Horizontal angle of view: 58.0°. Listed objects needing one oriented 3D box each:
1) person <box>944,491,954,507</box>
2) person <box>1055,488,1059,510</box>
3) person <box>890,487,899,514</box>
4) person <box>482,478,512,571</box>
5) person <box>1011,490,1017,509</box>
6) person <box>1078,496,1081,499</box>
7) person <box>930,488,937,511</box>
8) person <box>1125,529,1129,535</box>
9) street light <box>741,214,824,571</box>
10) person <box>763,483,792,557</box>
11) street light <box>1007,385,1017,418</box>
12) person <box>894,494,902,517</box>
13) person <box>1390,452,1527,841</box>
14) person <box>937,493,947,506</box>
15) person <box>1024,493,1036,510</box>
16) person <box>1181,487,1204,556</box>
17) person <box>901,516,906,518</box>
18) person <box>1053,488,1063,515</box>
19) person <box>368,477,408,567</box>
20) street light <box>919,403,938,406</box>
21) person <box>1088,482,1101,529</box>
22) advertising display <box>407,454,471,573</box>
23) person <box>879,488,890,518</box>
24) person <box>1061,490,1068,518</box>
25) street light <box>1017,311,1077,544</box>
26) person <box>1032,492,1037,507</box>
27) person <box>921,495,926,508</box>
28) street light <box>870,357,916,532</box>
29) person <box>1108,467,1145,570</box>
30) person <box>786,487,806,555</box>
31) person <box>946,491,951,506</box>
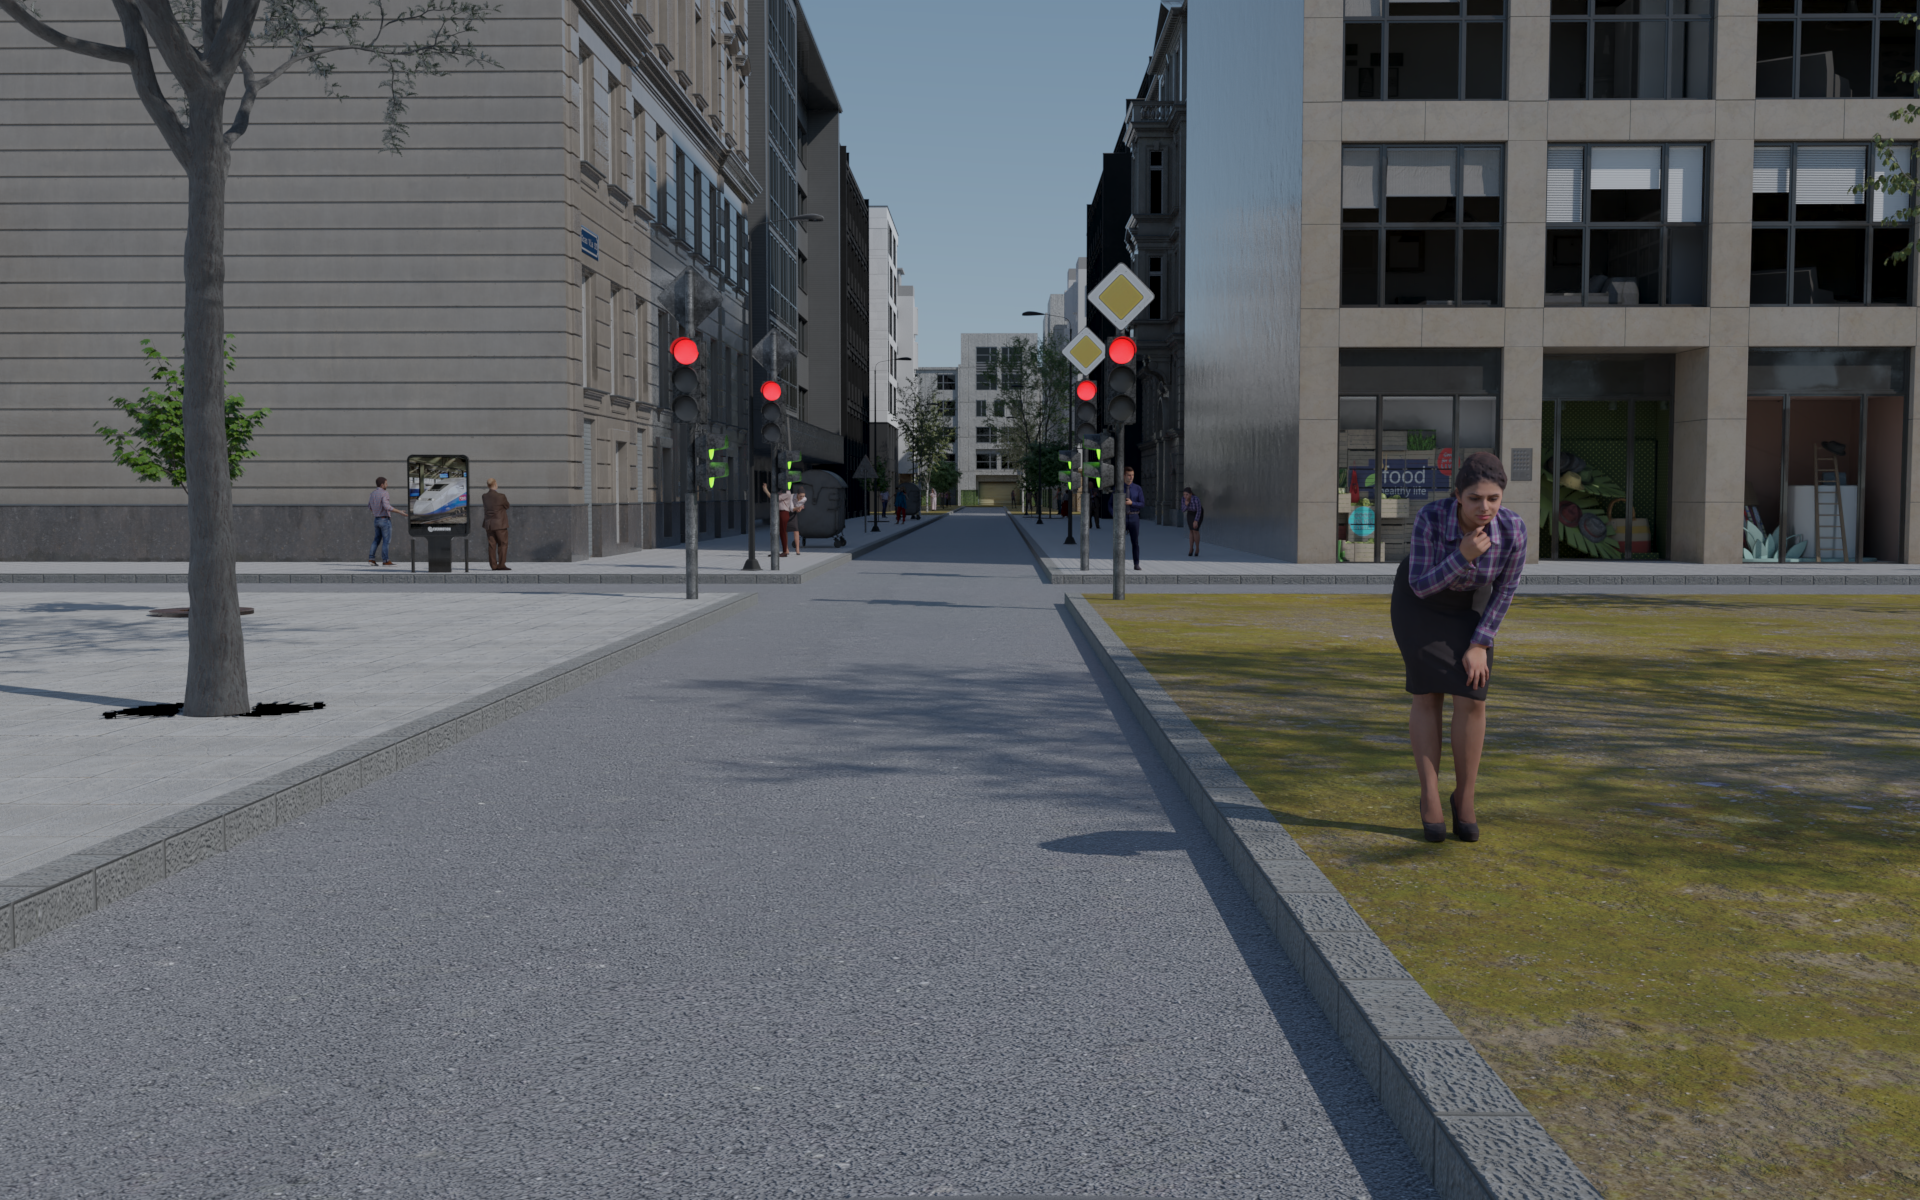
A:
[{"bbox_3d":[-1.130,-10.443,177.501,1.217,1.735,0.721,0,4,-1],"label":"person"},{"bbox_3d":[8.018,-8.297,141.630,0.705,1.831,1.348,1,4,19],"label":"person"},{"bbox_3d":[-4.136,-6.402,111.438,0.721,1.735,1.217,2,4,34],"label":"person"},{"bbox_3d":[-7.788,-1.268,29.041,0.482,1.546,0.388,1,4,18],"label":"person"},{"bbox_3d":[4.799,-8.919,153.336,0.593,1.643,0.415,0,4,1],"label":"person"},{"bbox_3d":[8.209,-6.445,111.427,1.348,1.824,0.705,-2,4,-26],"label":"person"},{"bbox_3d":[-2.024,-7.542,130.017,0.551,1.740,0.621,0,4,-3],"label":"person"},{"bbox_3d":[5.166,-2.852,54.884,0.569,1.553,0.471,-1,4,-21],"label":"person"},{"bbox_3d":[-2.953,-3.446,28.882,1.470,5.913,1.316,0,4,1],"label":"street light"},{"bbox_3d":[-3.711,-1.692,35.168,0.566,1.644,0.517,1,4,22],"label":"person"},{"bbox_3d":[2.857,-6.184,73.642,1.470,5.913,1.316,0,4,1],"label":"street light"},{"bbox_3d":[-3.510,-5.467,97.696,0.482,1.546,0.388,2,4,24],"label":"person"},{"bbox_3d":[1.820,0.181,6.313,0.421,1.427,0.697,0,3,0],"label":"person"},{"bbox_3d":[-1.857,-10.565,179.491,1.217,1.736,0.721,-3,4,-37],"label":"person"},{"bbox_3d":[5.411,-7.866,135.205,0.990,1.755,0.434,1,4,17],"label":"person"},{"bbox_3d":[4.767,-1.607,35.545,0.421,1.427,0.697,2,4,30],"label":"person"},{"bbox_3d":[-3.142,-5.368,94.626,0.431,1.722,0.655,0,4,-3],"label":"person"},{"bbox_3d":[6.125,-6.174,107.707,0.721,1.735,1.217,-2,4,-26],"label":"person"},{"bbox_3d":[-10.217,-1.387,30.679,0.963,1.587,0.435,2,4,31],"label":"person"},{"bbox_3d":[-1.839,-7.080,88.305,1.470,5.913,1.316,0,4,1],"label":"street light"},{"bbox_3d":[4.942,-3.514,64.182,0.565,1.739,0.600,-2,4,-30],"label":"person"},{"bbox_3d":[-8.484,-1.407,28.217,0.974,1.923,0.123,0,4,-8],"label":"advertising display"},{"bbox_3d":[-4.044,-5.342,94.317,0.756,1.711,0.436,-3,4,-39],"label":"person"},{"bbox_3d":[5.772,-5.257,94.464,0.523,1.526,0.387,-1,4,-12],"label":"person"},{"bbox_3d":[2.272,-4.378,44.114,1.470,5.913,1.316,0,4,1],"label":"street light"},{"bbox_3d":[7.589,-10.248,173.622,0.705,1.821,1.348,2,4,31],"label":"person"},{"bbox_3d":[-3.596,-9.001,156.466,1.065,1.426,0.557,-1,4,-19],"label":"person"},{"bbox_3d":[-2.335,-5.278,58.837,1.470,5.913,1.316,0,4,1],"label":"street light"},{"bbox_3d":[2.807,-1.367,29.100,0.576,1.737,0.504,0,4,-6],"label":"person"},{"bbox_3d":[-3.478,-1.663,36.414,0.799,1.438,0.628,2,4,25],"label":"person"},{"bbox_3d":[-1.276,-10.655,180.942,0.721,1.739,1.217,2,4,32],"label":"person"}]
